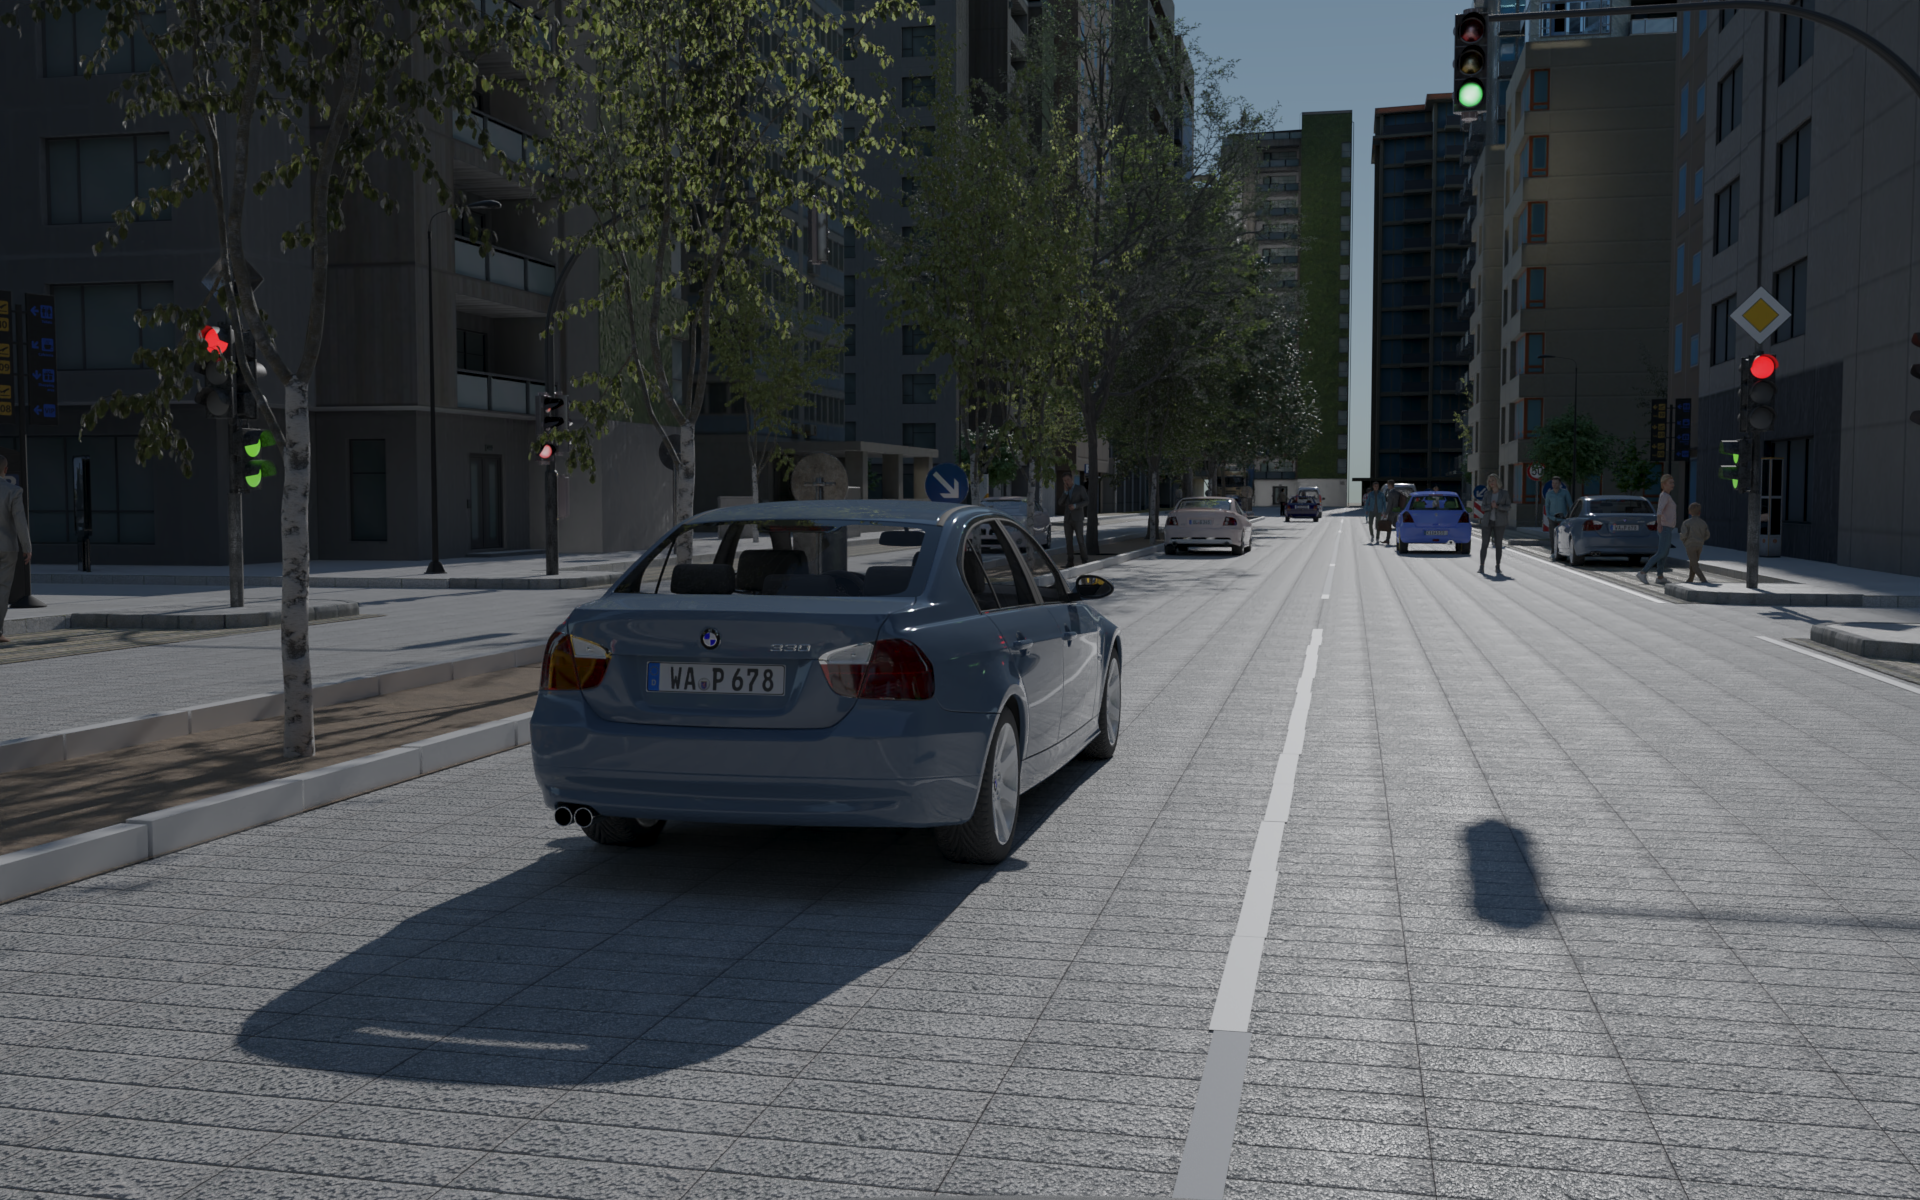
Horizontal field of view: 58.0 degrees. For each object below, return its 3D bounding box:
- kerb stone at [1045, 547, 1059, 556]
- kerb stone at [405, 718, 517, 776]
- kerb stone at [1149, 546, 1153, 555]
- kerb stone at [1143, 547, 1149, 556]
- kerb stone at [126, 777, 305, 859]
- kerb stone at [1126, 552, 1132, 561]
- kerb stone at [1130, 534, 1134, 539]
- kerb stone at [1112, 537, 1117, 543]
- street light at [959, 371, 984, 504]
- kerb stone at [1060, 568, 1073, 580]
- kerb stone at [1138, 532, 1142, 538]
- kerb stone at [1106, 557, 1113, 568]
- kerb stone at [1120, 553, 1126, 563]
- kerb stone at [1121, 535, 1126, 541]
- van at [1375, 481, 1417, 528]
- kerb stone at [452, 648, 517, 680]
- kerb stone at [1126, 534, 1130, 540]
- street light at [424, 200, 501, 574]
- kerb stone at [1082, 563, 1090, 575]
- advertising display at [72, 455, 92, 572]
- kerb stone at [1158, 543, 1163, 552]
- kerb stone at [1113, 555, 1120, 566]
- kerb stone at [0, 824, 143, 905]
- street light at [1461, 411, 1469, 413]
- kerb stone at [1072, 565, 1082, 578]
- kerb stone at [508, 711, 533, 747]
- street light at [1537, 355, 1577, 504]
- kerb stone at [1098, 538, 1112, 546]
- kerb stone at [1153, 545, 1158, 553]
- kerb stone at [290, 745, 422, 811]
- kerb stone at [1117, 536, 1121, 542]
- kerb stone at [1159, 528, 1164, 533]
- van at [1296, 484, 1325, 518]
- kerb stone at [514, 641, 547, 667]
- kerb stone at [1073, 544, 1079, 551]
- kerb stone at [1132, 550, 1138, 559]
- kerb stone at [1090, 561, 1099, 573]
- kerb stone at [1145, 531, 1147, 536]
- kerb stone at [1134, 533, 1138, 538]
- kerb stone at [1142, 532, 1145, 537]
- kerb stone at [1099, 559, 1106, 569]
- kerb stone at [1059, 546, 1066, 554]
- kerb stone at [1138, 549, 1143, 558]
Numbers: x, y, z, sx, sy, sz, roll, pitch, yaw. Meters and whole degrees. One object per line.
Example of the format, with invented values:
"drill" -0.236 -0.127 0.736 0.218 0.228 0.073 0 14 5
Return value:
"kerb stone" 2.107 -1.103 40.299 0.120 0.150 1.000 1 4 13
"kerb stone" -2.682 0.788 9.305 0.120 0.150 1.000 1 4 13
"kerb stone" 4.386 -1.136 40.852 0.120 0.150 1.000 1 4 13
"kerb stone" 4.169 -1.080 39.852 0.120 0.150 1.000 1 4 13
"kerb stone" -3.120 0.911 7.302 0.120 0.150 1.000 1 4 13
"kerb stone" 3.487 -0.896 36.851 0.120 0.150 1.000 1 4 13
"kerb stone" 5.251 -1.957 54.320 0.120 0.150 1.000 1 4 13
"kerb stone" 4.363 -1.720 50.312 0.120 0.150 1.000 1 4 13
"street light" 0.524 -5.673 65.287 1.470 5.913 1.316 1 4 13
"kerb stone" 1.697 -0.407 28.844 0.120 0.150 1.000 1 4 13
"kerb stone" 5.709 -2.087 56.324 0.120 0.150 1.000 1 4 13
"kerb stone" 2.823 -0.710 33.843 0.120 0.150 1.000 1 4 13
"kerb stone" 3.271 -0.835 35.846 0.120 0.150 1.000 1 4 13
"kerb stone" 4.807 -1.841 52.318 0.120 0.150 1.000 1 4 13
"van" 18.019 -3.938 71.406 2.013 2.044 4.112 1 4 11
"kerb stone" -3.828 0.518 13.762 0.120 0.150 1.000 1 4 13
"kerb stone" 5.030 -1.903 53.315 0.120 0.150 1.000 1 4 13
"street light" -7.936 -3.370 27.648 1.470 5.913 1.316 1 4 13
"kerb stone" 2.145 -0.529 30.848 0.120 0.150 1.000 1 4 13
"advertising display" -14.554 -1.438 28.731 0.123 1.923 0.974 -3 4 -36
"kerb stone" 4.838 -1.263 42.852 0.120 0.150 1.000 1 4 13
"kerb stone" 3.045 -0.773 34.841 0.120 0.150 1.000 1 4 13
"kerb stone" -3.347 0.983 6.307 0.120 0.150 1.000 1 4 13
"street light" 28.621 -7.584 96.540 1.470 5.913 1.316 1 4 13
"kerb stone" 1.923 -0.468 29.846 0.120 0.150 1.000 1 4 13
"kerb stone" -2.451 0.727 10.303 0.120 0.150 1.000 1 4 13
"street light" 19.931 -5.212 57.756 1.470 5.913 1.316 1 4 13
"kerb stone" 4.130 -1.655 49.317 0.120 0.150 1.000 1 4 13
"kerb stone" 4.612 -1.199 41.848 0.120 0.150 1.000 1 4 13
"kerb stone" -2.906 0.856 8.302 0.120 0.150 1.000 1 4 13
"kerb stone" 4.580 -1.781 51.316 0.120 0.150 1.000 1 4 13
"kerb stone" 7.721 -2.638 65.327 0.120 0.150 1.000 1 4 13
"van" 21.086 -5.983 104.837 2.013 2.044 4.112 1 4 11
"kerb stone" -3.607 0.455 14.760 0.120 0.150 1.000 1 4 13
"kerb stone" 2.779 -1.291 43.305 0.120 0.150 1.000 1 4 13
"kerb stone" 3.718 -0.958 37.858 0.120 0.150 1.000 1 4 13
"kerb stone" 2.372 -0.590 31.845 0.120 0.150 1.000 1 4 13
"kerb stone" 6.155 -2.209 58.321 0.120 0.150 1.000 1 4 13
"kerb stone" 5.483 -2.026 55.315 0.120 0.150 1.000 1 4 13
"kerb stone" 5.926 -2.147 57.324 0.120 0.150 1.000 1 4 13
"kerb stone" 2.592 -0.651 32.844 0.120 0.150 1.000 1 4 13
"kerb stone" 2.333 -1.168 41.296 0.120 0.150 1.000 1 4 13
"kerb stone" 3.935 -1.019 38.857 0.120 0.150 1.000 1 4 13
